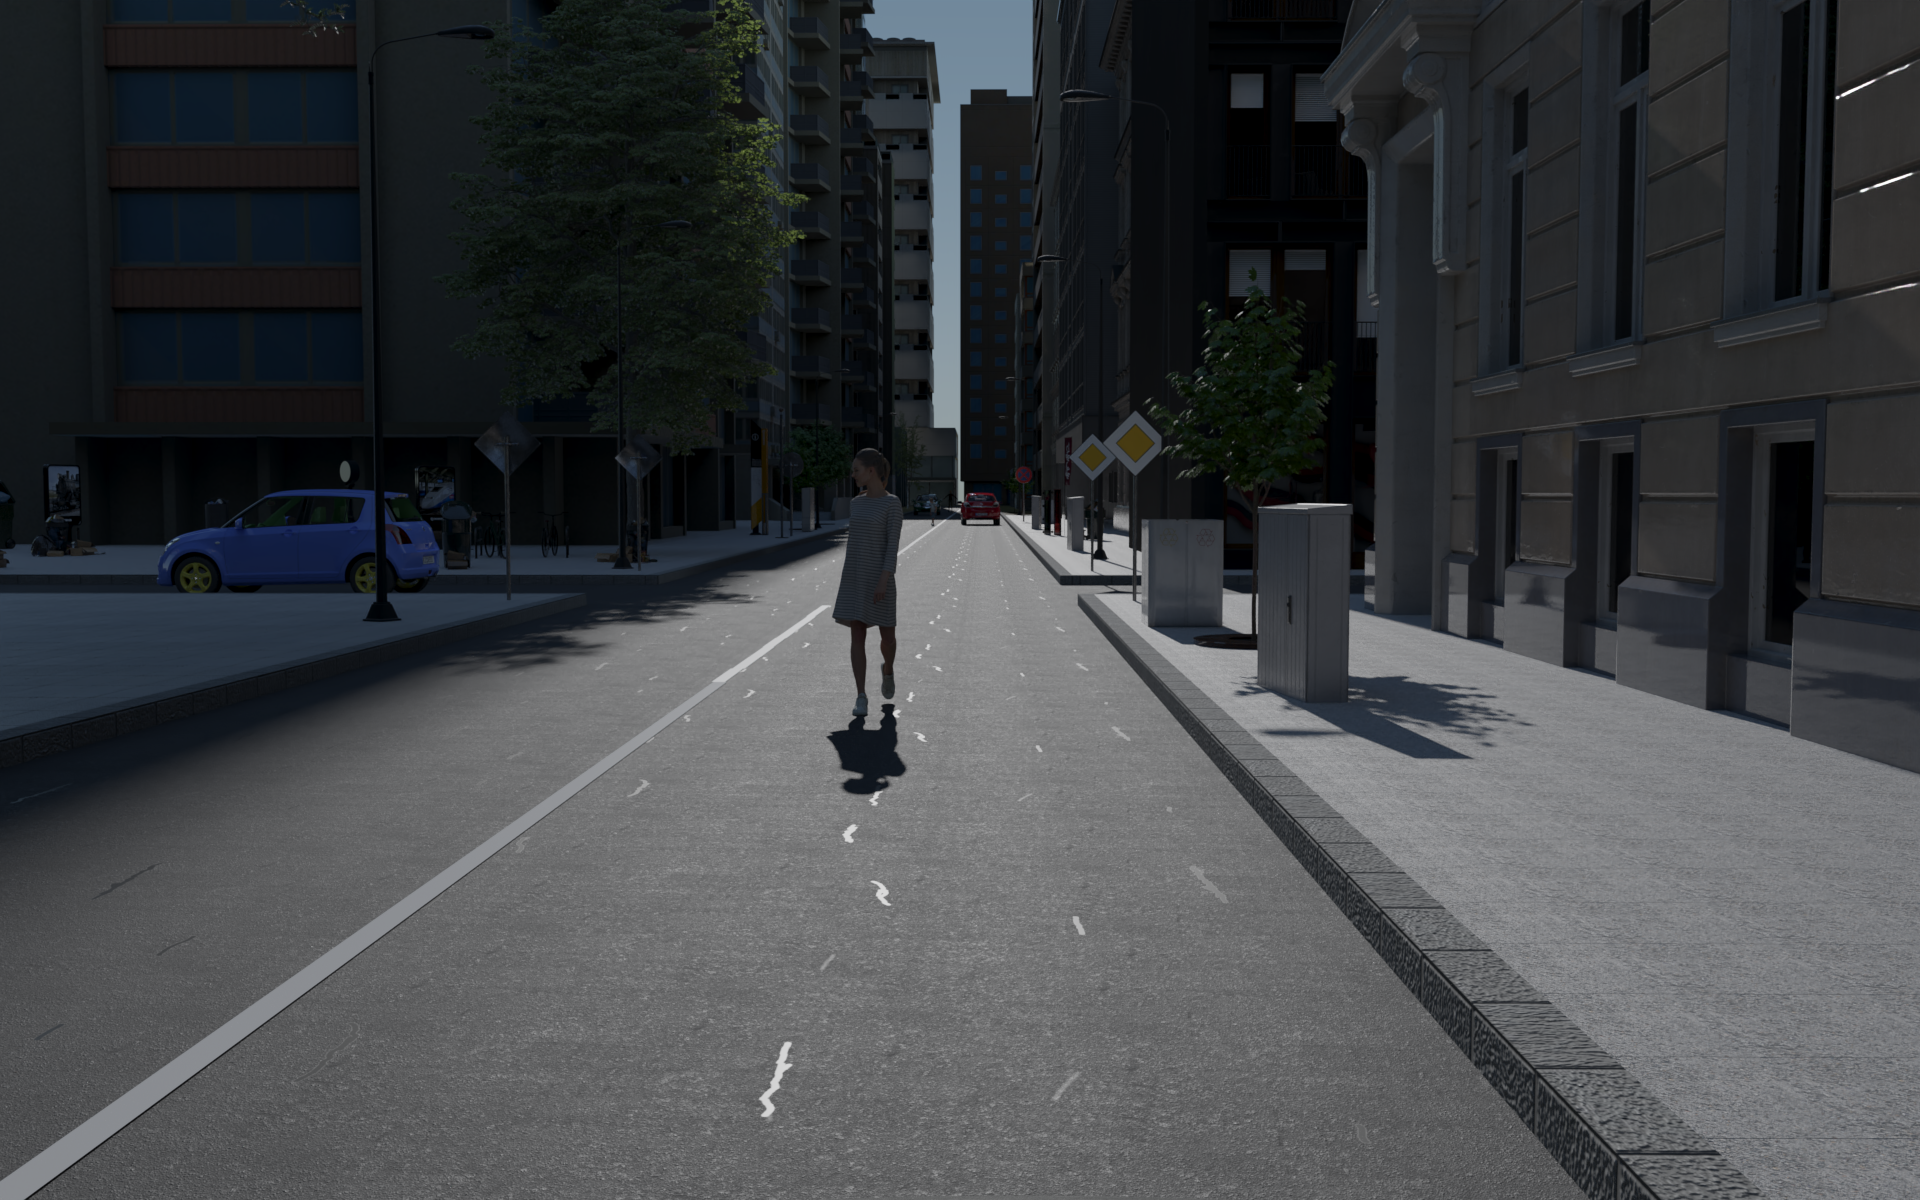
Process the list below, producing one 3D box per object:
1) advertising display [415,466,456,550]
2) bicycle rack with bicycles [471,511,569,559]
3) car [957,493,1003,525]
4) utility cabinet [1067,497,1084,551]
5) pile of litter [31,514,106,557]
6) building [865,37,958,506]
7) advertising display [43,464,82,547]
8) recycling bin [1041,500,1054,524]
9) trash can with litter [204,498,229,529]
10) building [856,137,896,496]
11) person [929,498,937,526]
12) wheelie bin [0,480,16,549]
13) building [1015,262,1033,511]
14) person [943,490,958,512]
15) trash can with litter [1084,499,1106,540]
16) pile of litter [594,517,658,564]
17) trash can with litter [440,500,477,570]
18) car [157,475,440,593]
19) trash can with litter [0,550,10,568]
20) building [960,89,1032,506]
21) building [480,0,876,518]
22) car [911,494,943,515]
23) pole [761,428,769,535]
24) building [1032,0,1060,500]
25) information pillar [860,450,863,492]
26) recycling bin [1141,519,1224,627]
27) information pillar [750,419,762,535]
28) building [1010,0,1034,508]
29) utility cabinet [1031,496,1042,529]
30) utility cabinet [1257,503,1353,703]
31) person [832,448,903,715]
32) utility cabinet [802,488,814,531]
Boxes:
[{"bbox_3d":[-12.042,-2.116,39.809,0.123,1.923,0.974,3,5,41],"label":"advertising display"},{"bbox_3d":[-9.032,-1.337,35.244,2.852,0.926,2.925,-1,4,-11],"label":"bicycle rack with bicycles"},{"bbox_3d":[0.944,-4.420,81.315,2.155,1.783,4.494,0,4,-1],"label":"car"},{"bbox_3d":[2.630,-1.738,39.581,0.306,1.237,1.020,0,4,-2],"label":"utility cabinet"},{"bbox_3d":[-18.593,-1.356,36.132,1.176,0.858,1.719,2,4,29],"label":"pile of litter"},{"bbox_3d":[-14.132,-37.489,202.187,27.495,52.752,28.713,0,4,1],"label":"building"},{"bbox_3d":[-19.541,-1.989,37.727,0.123,1.923,0.974,1,4,14],"label":"advertising display"},{"bbox_3d":[3.764,-3.822,75.051,0.722,1.027,0.722,1,4,11],"label":"recycling bin"},{"bbox_3d":[-14.767,-1.468,35.065,2.233,1.210,1.678,1,4,12],"label":"trash can with litter"},{"bbox_3d":[-12.612,-22.526,139.994,14.160,30.474,14.107,0,4,1],"label":"building"},{"bbox_3d":[-1.220,-4.003,78.628,0.352,1.250,0.332,0,4,-7],"label":"person"},{"bbox_3d":[-22.460,-1.981,40.302,0.980,1.594,0.693,1,4,23],"label":"wheelie bin"},{"bbox_3d":[18.639,-18.255,143.504,27.650,21.520,28.899,0,4,1],"label":"building"},{"bbox_3d":[-0.754,-7.930,138.672,1.217,1.766,0.721,0,4,4],"label":"person"},{"bbox_3d":[3.546,-2.267,48.459,1.055,1.170,0.624,2,4,30],"label":"trash can with litter"},{"bbox_3d":[-6.313,-1.146,32.701,1.176,0.858,1.719,-1,4,-10],"label":"pile of litter"},{"bbox_3d":[-8.600,-1.127,29.810,0.624,1.170,1.055,-1,4,-19],"label":"trash can with litter"},{"bbox_3d":[-9.228,-0.893,24.186,3.694,1.707,1.945,0,4,0],"label":"car"},{"bbox_3d":[-16.890,-1.126,29.793,0.624,1.170,1.055,0,4,0],"label":"trash can with litter"},{"bbox_3d":[7.195,-33.328,195.025,14.200,45.320,14.600,0,4,1],"label":"building"},{"bbox_3d":[-17.266,-28.351,118.167,22.147,44.769,28.867,0,4,1],"label":"building"},{"bbox_3d":[-2.243,-6.519,118.388,2.131,1.459,4.920,0,4,0],"label":"car"},{"bbox_3d":[-6.071,-3.673,53.889,0.158,3.312,0.155,0,3,0],"label":"pole"},{"bbox_3d":[15.939,-30.202,117.508,21.300,48.544,21.600,0,4,1],"label":"building"},{"bbox_3d":[-5.199,-6.115,91.333,0.183,3.616,0.504,0,4,2],"label":"information pillar"},{"bbox_3d":[2.174,-0.271,16.989,0.722,1.027,0.722,0,3,0],"label":"recycling bin"},{"bbox_3d":[-6.324,-3.843,54.189,0.504,3.616,0.183,-1,4,-20],"label":"information pillar"},{"bbox_3d":[15.259,-44.585,167.219,20.563,71.187,20.611,0,4,1],"label":"building"},{"bbox_3d":[2.818,-3.206,63.577,0.306,1.237,1.020,0,4,8],"label":"utility cabinet"},{"bbox_3d":[2.186,0.003,11.109,0.306,1.237,1.020,0,4,-7],"label":"utility cabinet"},{"bbox_3d":[-0.596,-0.138,11.511,0.466,1.731,0.760,0,4,4],"label":"person"},{"bbox_3d":[-5.194,-3.084,59.095,0.318,1.500,1.173,0,4,2],"label":"utility cabinet"}]
